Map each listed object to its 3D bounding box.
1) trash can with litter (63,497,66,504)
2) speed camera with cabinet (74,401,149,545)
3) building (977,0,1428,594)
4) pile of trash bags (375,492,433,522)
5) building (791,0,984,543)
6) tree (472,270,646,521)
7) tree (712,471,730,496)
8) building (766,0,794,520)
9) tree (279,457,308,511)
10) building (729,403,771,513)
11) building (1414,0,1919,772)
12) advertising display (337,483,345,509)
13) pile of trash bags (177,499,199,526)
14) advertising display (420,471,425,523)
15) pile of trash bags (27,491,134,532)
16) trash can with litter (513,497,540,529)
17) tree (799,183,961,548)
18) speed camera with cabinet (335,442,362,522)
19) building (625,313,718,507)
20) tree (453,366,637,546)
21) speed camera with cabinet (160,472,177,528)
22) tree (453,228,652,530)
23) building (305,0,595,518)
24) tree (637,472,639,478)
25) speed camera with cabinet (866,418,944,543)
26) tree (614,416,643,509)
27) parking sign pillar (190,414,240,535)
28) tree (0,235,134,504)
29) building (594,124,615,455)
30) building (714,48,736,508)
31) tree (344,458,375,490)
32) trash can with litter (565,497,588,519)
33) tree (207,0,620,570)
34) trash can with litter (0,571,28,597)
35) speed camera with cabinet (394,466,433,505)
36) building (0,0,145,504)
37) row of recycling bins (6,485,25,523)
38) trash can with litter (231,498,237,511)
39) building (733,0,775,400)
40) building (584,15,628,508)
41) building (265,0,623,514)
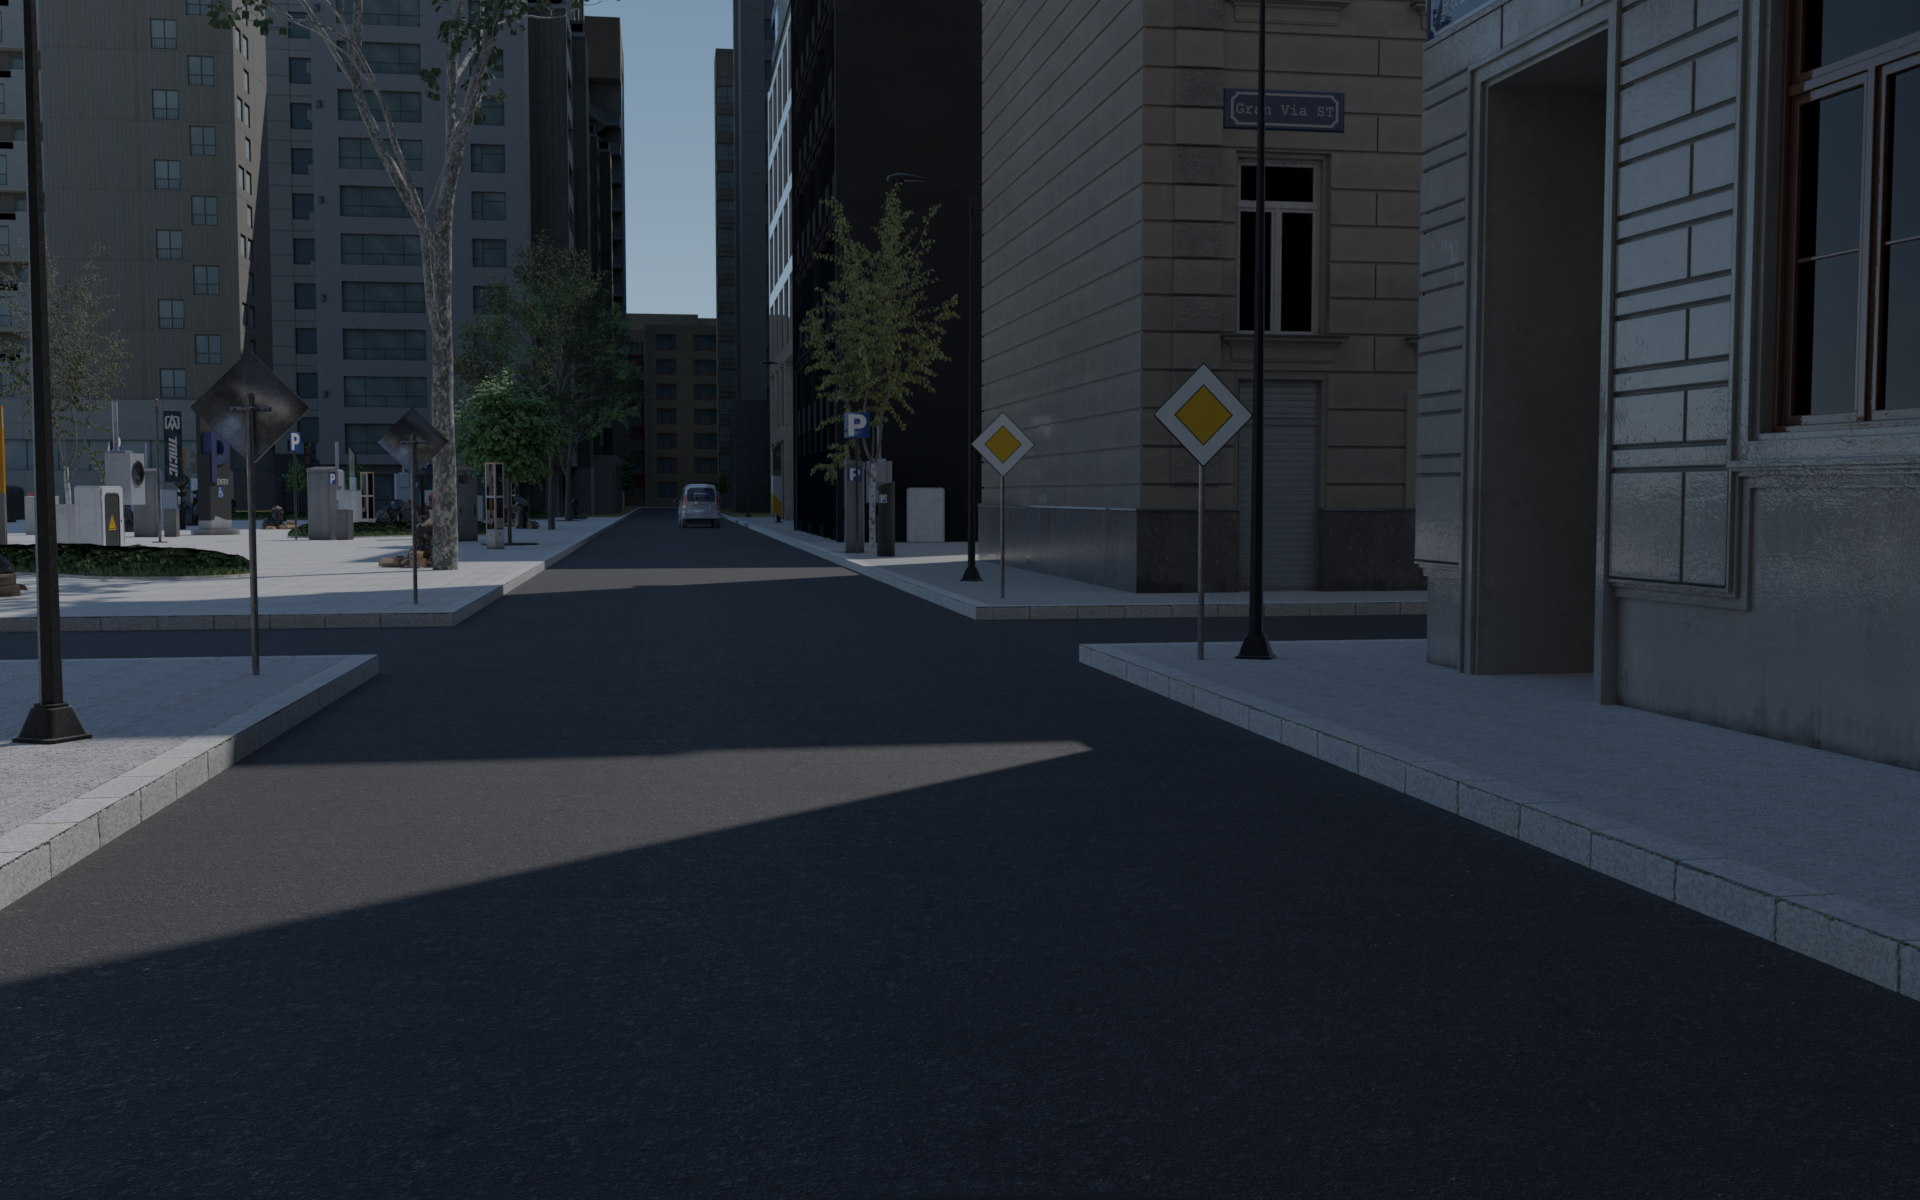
[{"bbox_3d":[-44.752,-4.625,86.678,2.233,1.210,1.678,3,4,36],"label":"trash can with litter"},{"bbox_3d":[-17.830,-2.570,36.351,0.660,3.252,2.038,0,4,-1],"label":"speed camera with cabinet"},{"bbox_3d":[13.273,-14.178,29.079,25.104,27.353,12.463,-1,4,-10],"label":"building"},{"bbox_3d":[-21.749,-3.630,69.102,1.912,1.369,3.447,1,4,15],"label":"pile of trash bags"},{"bbox_3d":[1.489,-13.717,53.954,12.332,23.373,15.834,-1,4,-10],"label":"building"},{"bbox_3d":[-18.574,-9.512,81.271,9.928,11.665,9.643,0,3,0],"label":"tree"},{"bbox_3d":[-20.153,-9.277,146.288,1.663,3.219,1.824,0,3,0],"label":"tree"},{"bbox_3d":[1.849,-16.841,79.867,19.350,26.468,34.151,-1,4,-10],"label":"building"},{"bbox_3d":[-34.298,-5.797,89.375,1.663,3.219,1.824,0,3,0],"label":"tree"},{"bbox_3d":[-3.510,-48.949,112.989,22.319,86.520,31.000,-1,4,-10],"label":"building"},{"bbox_3d":[10.063,-10.249,3.731,11.583,22.565,21.152,-1,4,-10],"label":"building"},{"bbox_3d":[-32.391,-5.179,89.887,0.974,1.923,0.123,1,4,9],"label":"advertising display"},{"bbox_3d":[-30.949,-3.695,70.161,3.447,1.369,1.912,2,4,30],"label":"pile of trash bags"},{"bbox_3d":[-15.244,-2.686,49.133,0.123,1.923,0.974,-1,4,-17],"label":"advertising display"},{"bbox_3d":[-29.590,-2.977,58.429,3.447,1.369,1.912,-1,4,-17],"label":"pile of trash bags"},{"bbox_3d":[-15.909,-3.199,63.698,1.055,1.170,0.624,2,4,25],"label":"trash can with litter"},{"bbox_3d":[-2.075,-5.575,41.507,4.737,8.622,4.395,0,3,0],"label":"tree"},{"bbox_3d":[-23.630,-4.403,66.332,0.660,3.252,2.038,1,4,11],"label":"speed camera with cabinet"},{"bbox_3d":[-39.895,-21.051,189.219,28.899,21.520,27.650,-1,4,-10],"label":"building"},{"bbox_3d":[-11.306,-3.666,43.653,4.285,4.588,4.351,0,3,0],"label":"tree"},{"bbox_3d":[-30.644,-4.402,66.304,0.660,3.252,2.038,-3,5,-44],"label":"speed camera with cabinet"},{"bbox_3d":[-14.853,-7.793,61.836,8.767,10.594,7.601,1,4,16],"label":"tree"},{"bbox_3d":[-28.686,-20.066,99.788,14.160,30.474,14.107,-1,4,-10],"label":"building"},{"bbox_3d":[-28.617,-9.893,145.471,4.285,4.588,4.351,0,3,0],"label":"tree"},{"bbox_3d":[-1.435,-3.133,45.558,2.038,3.252,0.660,0,4,-1],"label":"speed camera with cabinet"},{"bbox_3d":[-29.688,-12.367,152.561,4.360,8.622,3.978,0,3,0],"label":"tree"},{"bbox_3d":[-23.482,-4.039,54.511,1.447,3.967,1.447,0,4,5],"label":"parking sign pillar"},{"bbox_3d":[-24.573,-5.936,47.409,4.360,8.622,3.978,0,3,0],"label":"tree"},{"bbox_3d":[-34.218,-22.177,134.300,14.160,30.474,14.107,-1,4,-10],"label":"building"},{"bbox_3d":[-16.061,-29.374,163.862,14.154,41.232,14.086,-1,4,-10],"label":"building"},{"bbox_3d":[-31.807,-5.935,91.644,1.663,3.219,1.824,0,3,0],"label":"tree"},{"bbox_3d":[-19.376,-4.659,87.557,1.055,1.170,0.624,-3,5,-40],"label":"trash can with litter"},{"bbox_3d":[-10.079,-10.608,29.327,12.611,20.169,13.585,0,3,0],"label":"tree"},{"bbox_3d":[-12.218,-0.618,21.486,0.624,1.170,1.055,2,4,26],"label":"trash can with litter"},{"bbox_3d":[-23.400,-4.935,75.020,2.038,3.252,0.660,-2,4,-27],"label":"speed camera with cabinet"},{"bbox_3d":[-71.867,-34.119,147.080,27.495,52.752,28.713,-1,4,-10],"label":"building"},{"bbox_3d":[-47.472,-4.875,86.822,1.069,1.692,3.534,-2,4,-26],"label":"row of recycling bins"},{"bbox_3d":[-36.637,-4.650,87.409,0.624,1.170,1.055,3,4,36],"label":"trash can with litter"},{"bbox_3d":[-8.132,-36.775,143.269,21.231,58.520,28.212,-1,4,-10],"label":"building"},{"bbox_3d":[-38.248,-31.196,160.159,14.200,45.320,14.600,-1,4,-10],"label":"building"},{"bbox_3d":[-33.479,-41.428,115.607,20.563,71.187,20.611,-1,4,-10],"label":"building"}]
